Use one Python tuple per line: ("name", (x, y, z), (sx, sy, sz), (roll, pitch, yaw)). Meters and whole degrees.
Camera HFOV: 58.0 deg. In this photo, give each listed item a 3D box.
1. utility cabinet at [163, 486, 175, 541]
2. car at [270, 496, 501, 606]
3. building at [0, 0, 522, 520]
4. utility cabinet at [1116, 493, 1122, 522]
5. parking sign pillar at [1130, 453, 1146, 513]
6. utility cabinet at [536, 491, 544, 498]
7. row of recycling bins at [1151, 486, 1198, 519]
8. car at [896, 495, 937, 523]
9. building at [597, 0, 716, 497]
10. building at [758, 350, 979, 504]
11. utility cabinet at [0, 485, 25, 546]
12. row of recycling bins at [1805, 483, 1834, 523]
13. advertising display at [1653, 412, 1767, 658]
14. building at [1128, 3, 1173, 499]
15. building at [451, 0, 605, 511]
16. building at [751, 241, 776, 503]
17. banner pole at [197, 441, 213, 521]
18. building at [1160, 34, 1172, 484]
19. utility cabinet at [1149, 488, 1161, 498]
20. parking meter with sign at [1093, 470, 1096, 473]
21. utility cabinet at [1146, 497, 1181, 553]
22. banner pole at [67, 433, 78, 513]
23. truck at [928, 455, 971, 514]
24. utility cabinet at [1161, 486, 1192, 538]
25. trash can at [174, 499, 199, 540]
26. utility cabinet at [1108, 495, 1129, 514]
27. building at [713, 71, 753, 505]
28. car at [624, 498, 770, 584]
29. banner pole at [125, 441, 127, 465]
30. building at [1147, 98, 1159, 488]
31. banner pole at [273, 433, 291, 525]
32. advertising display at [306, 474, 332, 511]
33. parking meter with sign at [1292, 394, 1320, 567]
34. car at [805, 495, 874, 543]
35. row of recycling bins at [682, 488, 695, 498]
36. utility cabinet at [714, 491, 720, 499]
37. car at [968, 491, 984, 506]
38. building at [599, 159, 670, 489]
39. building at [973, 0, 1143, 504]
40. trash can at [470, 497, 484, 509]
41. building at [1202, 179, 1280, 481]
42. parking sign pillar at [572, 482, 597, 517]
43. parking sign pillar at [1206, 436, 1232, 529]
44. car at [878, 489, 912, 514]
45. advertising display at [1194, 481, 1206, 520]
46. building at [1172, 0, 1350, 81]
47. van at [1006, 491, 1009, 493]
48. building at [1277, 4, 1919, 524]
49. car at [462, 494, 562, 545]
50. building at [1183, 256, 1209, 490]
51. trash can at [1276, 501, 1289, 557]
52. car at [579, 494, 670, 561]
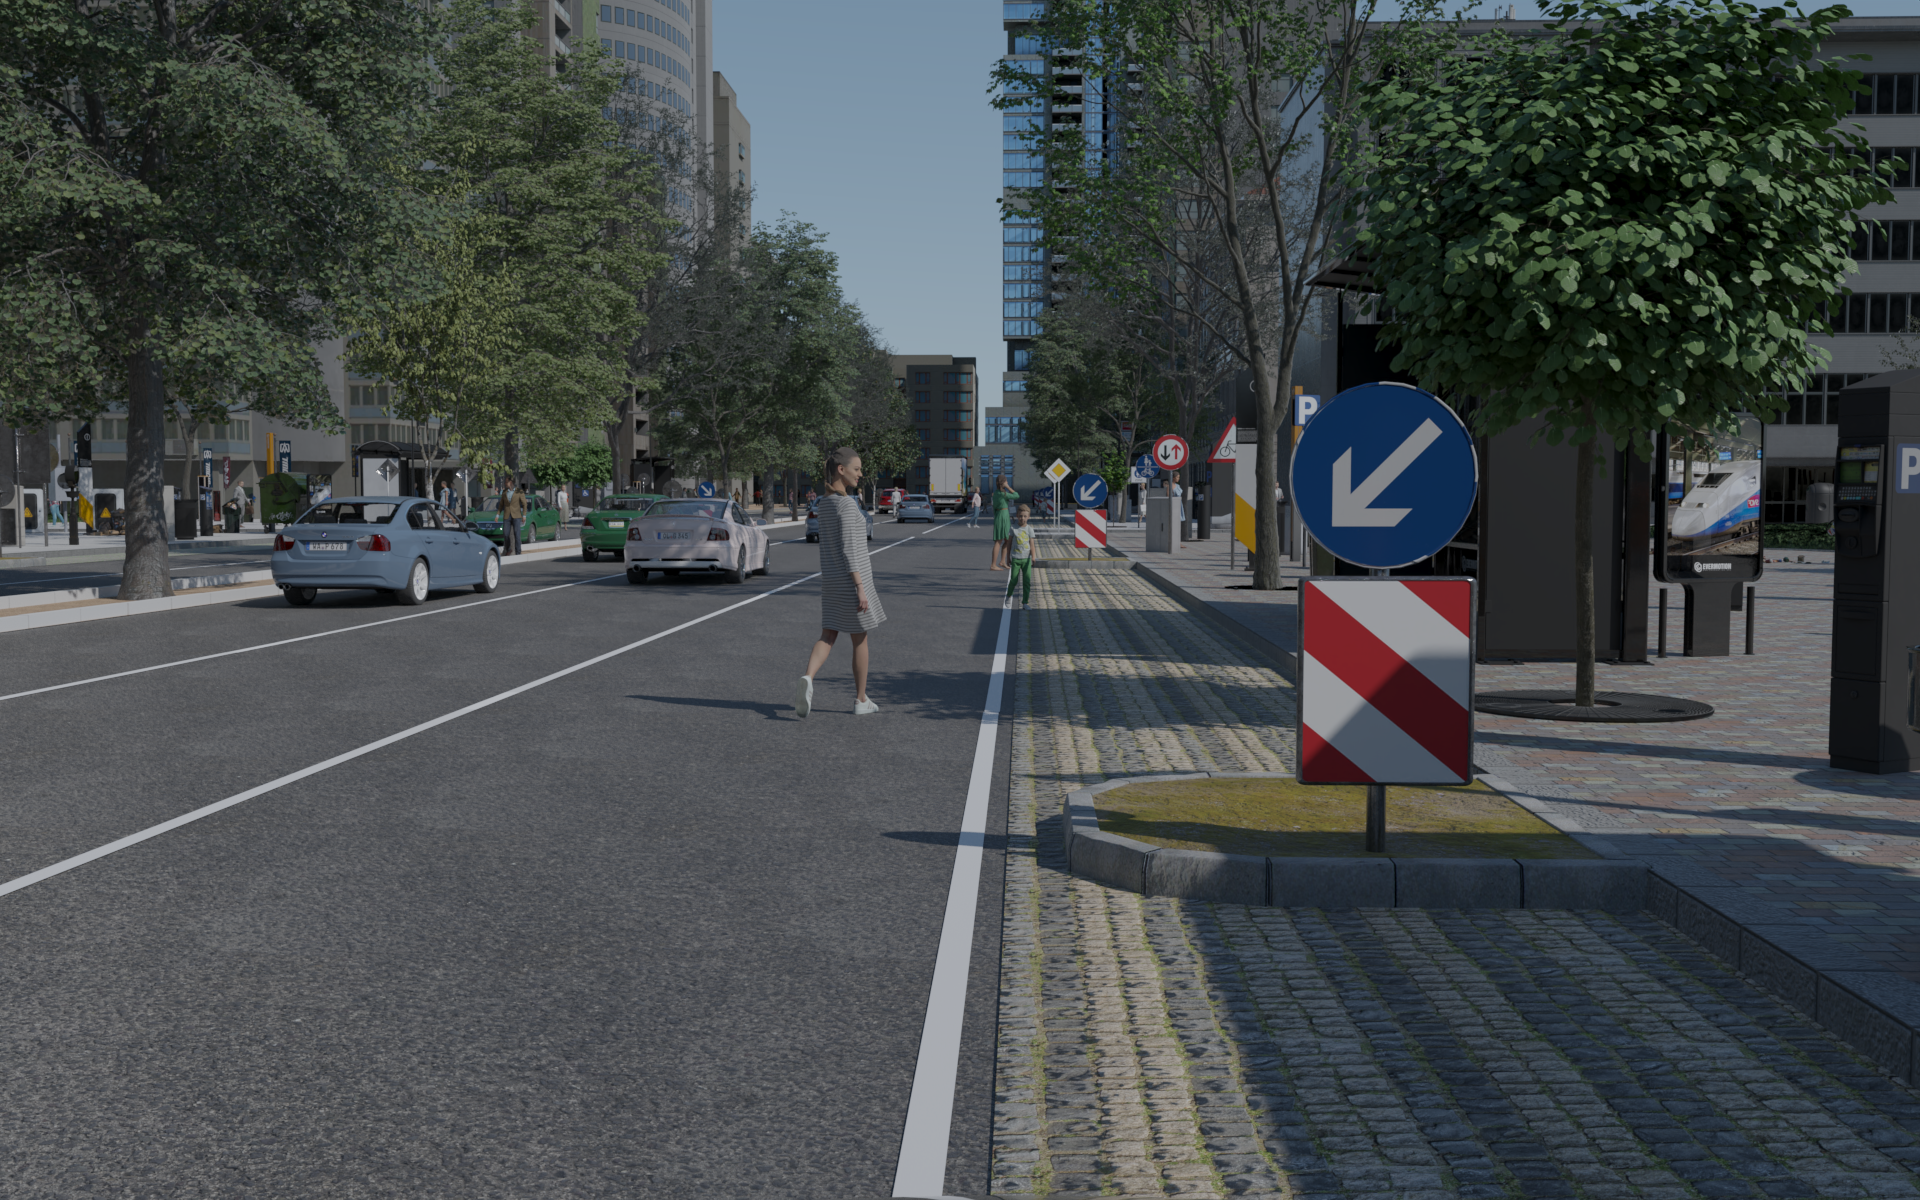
("utility cabinet", (-21.853, -2.326, 46.705), (1.173, 1.500, 0.318), (-3, 4, -36))
("car", (-7.715, -0.709, 23.602), (2.014, 1.417, 4.499), (0, 4, 4))
("building", (-42.100, -24.728, 96.180), (32.217, 40.220, 23.993), (0, 4, 2))
("utility cabinet", (7.246, -4.256, 78.261), (0.318, 1.500, 1.173), (0, 4, 1))
("parking sign pillar", (11.978, -7.774, 115.581), (1.447, 3.967, 1.447), (-3, 5, -41))
("utility cabinet", (-28.600, -6.690, 118.061), (0.318, 1.500, 1.173), (0, 4, 1))
("row of recycling bins", (11.232, -5.057, 89.793), (3.534, 1.692, 1.069), (3, 5, 40))
("car", (-2.181, -4.507, 85.694), (2.014, 1.417, 4.499), (0, 4, 1))
("building", (-36.862, -38.321, 168.544), (21.231, 58.520, 28.212), (0, 4, 2))
("building", (-12.174, -24.498, 245.576), (28.899, 21.520, 27.650), (0, 4, 2))
("utility cabinet", (-23.549, -2.064, 42.430), (1.173, 1.500, 0.318), (0, 4, 7))
("row of recycling bins", (32.087, -3.502, 64.373), (1.069, 1.692, 3.534), (2, 4, 30))
("advertising display", (5.909, -0.516, 13.656), (0.974, 1.923, 0.123), (-1, 4, -18))
("building", (29.029, -46.183, 193.340), (20.563, 71.187, 20.611), (0, 4, 2))
("building", (-34.795, -27.105, 126.765), (14.154, 41.232, 14.086), (0, 4, 2))
("building", (-38.700, -34.065, 248.842), (23.993, 40.220, 32.217), (0, 4, 2))
("banner pole", (-36.015, -5.666, 82.657), (0.401, 3.779, 0.863), (2, 4, 33))
("building", (26.315, -31.296, 161.806), (14.600, 45.320, 14.200), (0, 4, 2))
("utility cabinet", (7.820, -3.558, 66.845), (0.318, 1.500, 1.173), (-3, 4, -36))
("parking meter with sign", (9.450, -7.578, 120.169), (0.543, 3.016, 1.738), (0, 4, 4))
("utility cabinet", (4.476, -1.656, 38.231), (0.306, 1.237, 1.020), (-2, 4, -26))
("banner pole", (-36.250, -4.957, 71.060), (0.863, 3.779, 0.401), (-1, 4, -13))
("truck", (-0.766, -8.572, 129.071), (2.839, 4.237, 11.283), (0, 4, 3))
("utility cabinet", (6.309, -2.533, 50.093), (0.318, 1.500, 1.173), (-1, 4, -22))
("trash can", (-21.707, -2.254, 48.509), (0.748, 1.137, 0.748), (0, 3, 0))
("utility cabinet", (8.041, -4.686, 87.772), (1.020, 1.237, 0.306), (0, 4, -6))
("building", (-35.752, -35.037, 196.556), (21.600, 48.544, 21.300), (0, 4, 2))
("car", (-4.352, -1.023, 29.082), (2.083, 1.381, 4.827), (0, 4, 2))
("banner pole", (-38.733, -5.558, 80.885), (0.401, 3.779, 0.863), (0, 4, 7))
("building", (26.134, -30.180, 177.033), (14.154, 41.232, 14.086), (0, 4, 2))
("banner pole", (-27.840, -4.958, 71.078), (0.863, 3.779, 0.401), (0, 4, -5))
("advertising display", (-20.527, -3.077, 55.519), (0.123, 1.923, 0.974), (2, 4, 25))
("parking meter with sign", (6.441, -2.048, 29.741), (0.543, 3.016, 1.738), (-2, 4, -26))
("car", (-3.627, -2.462, 52.262), (2.014, 1.417, 4.499), (0, 4, 2))
("row of recycling bins", (-19.807, -6.849, 119.101), (3.534, 1.692, 1.069), (1, 4, 19))
("utility cabinet", (-18.356, -7.581, 132.635), (1.173, 1.500, 0.318), (1, 4, 14))
("car", (1.715, -11.947, 204.007), (2.281, 1.827, 5.304), (0, 4, 2))
("building", (-33.201, -22.981, 147.435), (14.160, 30.474, 14.107), (0, 4, 2))
("building", (17.693, -56.767, 240.804), (31.000, 86.520, 22.319), (0, 4, 2))
("trash can", (-24.328, -4.628, 87.317), (0.748, 1.137, 0.748), (0, 3, 0))
("building", (21.842, -16.736, 109.785), (11.583, 22.565, 21.152), (0, 4, 2))
("parking sign pillar", (-21.251, -6.697, 97.965), (1.447, 3.967, 1.447), (-2, 4, -27))
("parking sign pillar", (9.701, -4.597, 63.626), (1.447, 3.967, 1.447), (-2, 4, -25))
("car", (-4.622, -7.059, 124.086), (2.281, 1.827, 5.304), (0, 4, 4))
("advertising display", (12.268, -5.002, 86.991), (0.974, 1.923, 0.123), (1, 4, 19))
("building", (24.805, -28.369, 147.420), (14.154, 41.232, 14.086), (0, 4, 2))
("van", (5.082, -11.971, 202.741), (2.013, 2.044, 4.112), (0, 4, 3))
("building", (30.350, -15.823, 77.777), (30.058, 24.678, 14.314), (0, 4, 2))
("car", (-12.175, -2.165, 47.198), (2.131, 1.459, 4.920), (0, 4, 0))
("building", (22.332, -17.147, 129.501), (9.793, 20.994, 18.267), (0, 4, 2))
("trash can", (6.366, -1.463, 35.569), (0.748, 1.137, 0.748), (0, 3, 0))
("car", (-7.060, -1.618, 38.251), (2.131, 1.459, 4.920), (0, 4, 2))
